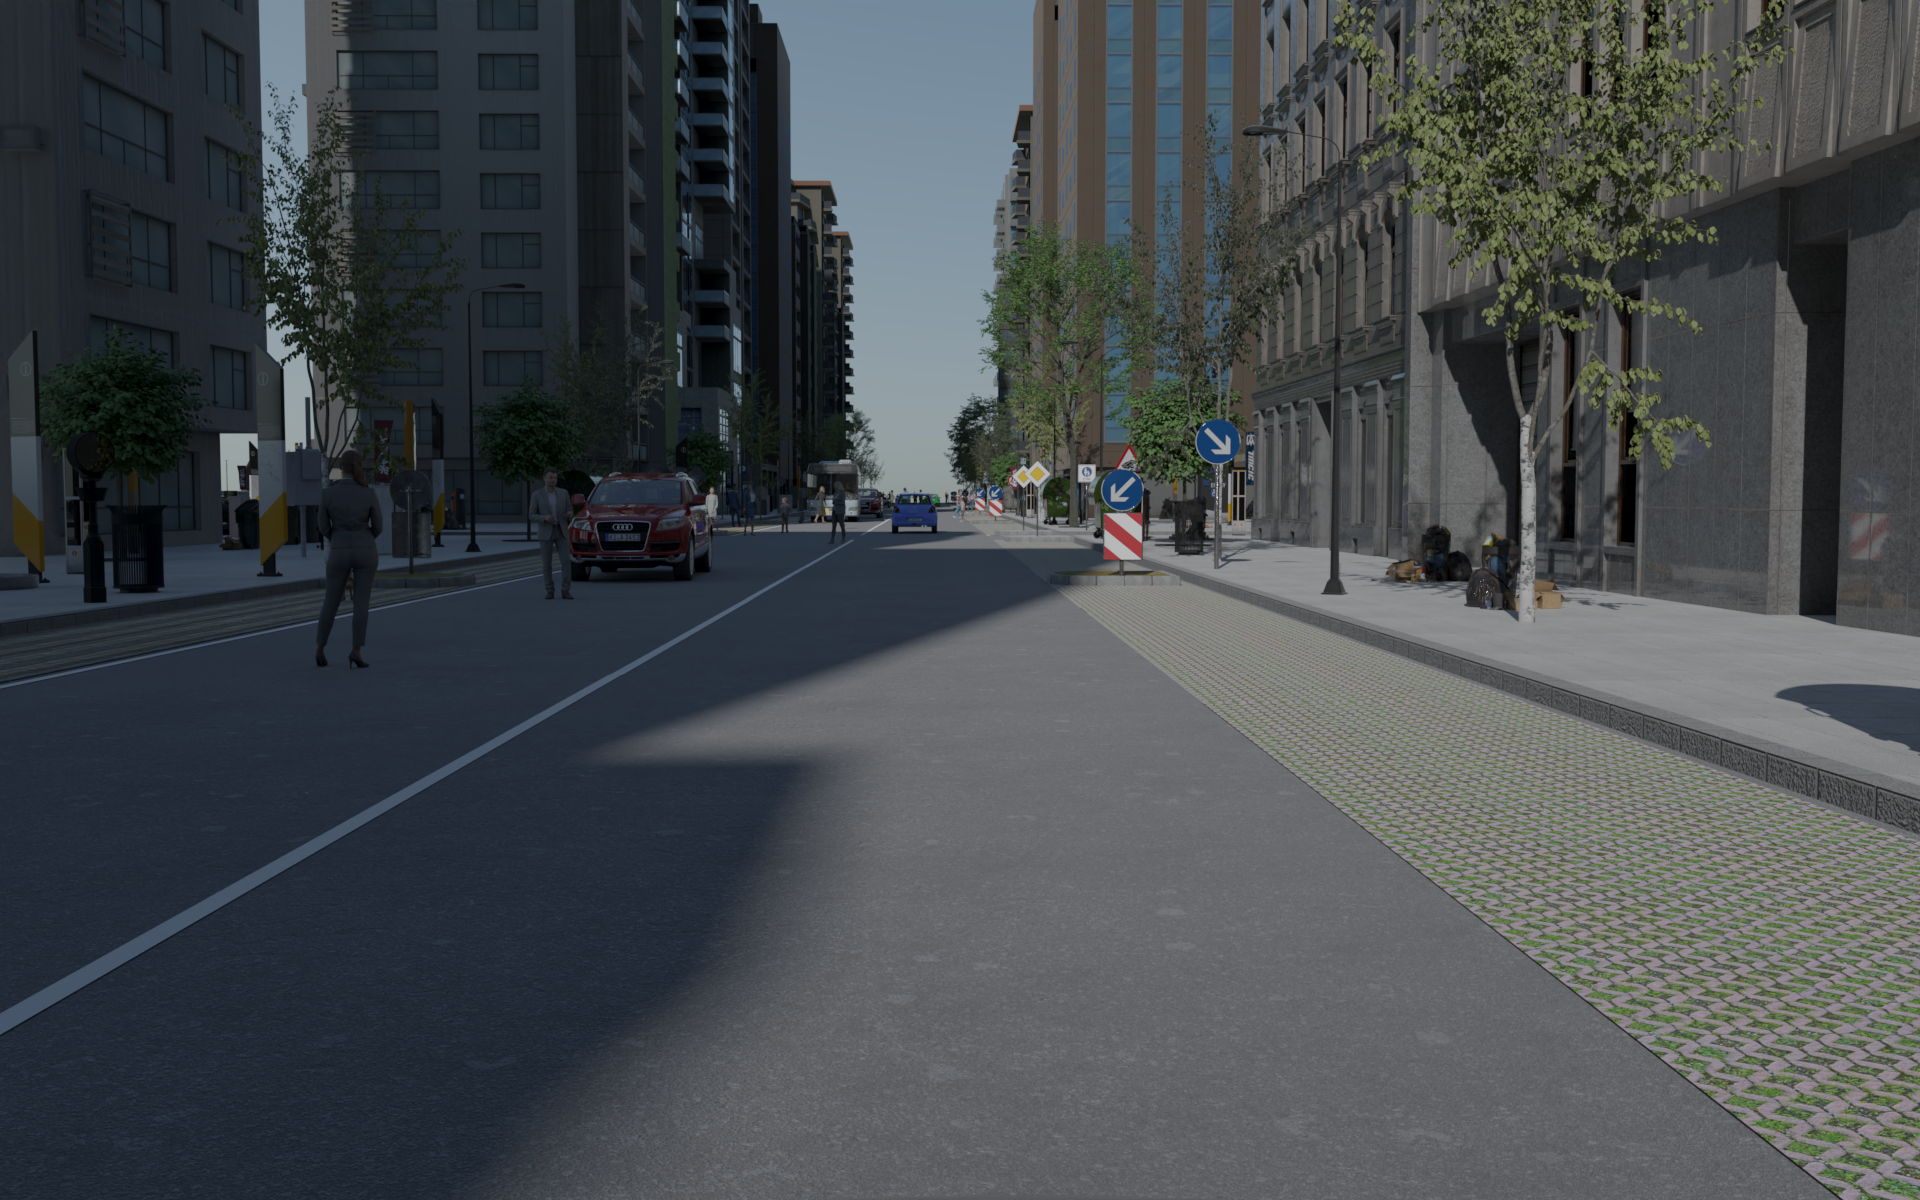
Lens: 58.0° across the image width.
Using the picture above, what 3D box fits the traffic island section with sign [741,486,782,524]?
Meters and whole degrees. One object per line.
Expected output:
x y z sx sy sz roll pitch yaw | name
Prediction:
-9.551 -4.562 83.219 1.989 1.847 2.006 0 4 -1 | traffic island section with sign

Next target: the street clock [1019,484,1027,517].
3.548 -5.713 97.976 0.358 2.002 0.471 3 5 42 | street clock

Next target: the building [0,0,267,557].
-25.171 -21.841 40.700 14.086 41.232 14.154 0 4 -1 | building

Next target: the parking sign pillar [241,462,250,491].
-53.684 -8.678 130.356 1.447 3.967 1.447 0 4 -2 | parking sign pillar

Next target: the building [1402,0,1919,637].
14.122 -12.393 20.650 12.078 24.808 19.932 0 4 -1 | building

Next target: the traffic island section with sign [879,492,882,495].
-12.398 -15.977 269.854 1.989 1.847 2.006 0 4 -1 | traffic island section with sign

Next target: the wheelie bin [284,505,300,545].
-17.048 -2.178 43.521 0.980 1.594 0.693 -2 4 -35 | wheelie bin

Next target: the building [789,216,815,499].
-22.815 -24.877 178.442 14.160 30.474 14.107 0 4 -1 | building

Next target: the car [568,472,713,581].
-5.517 -1.322 30.292 2.281 1.827 5.304 0 4 -3 | car

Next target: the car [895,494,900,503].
-9.296 -15.915 272.205 2.014 1.417 4.499 0 4 0 | car

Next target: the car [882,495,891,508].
-8.220 -10.401 182.643 1.945 1.354 3.894 0 4 -3 | car

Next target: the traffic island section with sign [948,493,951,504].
-0.021 -10.939 187.477 1.989 1.847 2.006 0 4 -1 | traffic island section with sign

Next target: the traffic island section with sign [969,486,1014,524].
1.571 -4.543 82.904 1.989 1.847 2.006 0 4 -1 | traffic island section with sign

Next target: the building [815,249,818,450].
-23.335 -25.738 192.517 14.160 30.474 14.107 0 4 -1 | building

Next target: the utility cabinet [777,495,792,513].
-12.055 -6.612 119.273 1.020 1.237 0.306 -2 4 -30 | utility cabinet

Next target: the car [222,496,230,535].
-23.653 -2.756 54.848 4.222 1.686 2.009 0 4 -3 | car

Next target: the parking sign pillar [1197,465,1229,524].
11.079 -5.344 75.842 1.447 3.967 1.447 -1 4 -15 | parking sign pillar

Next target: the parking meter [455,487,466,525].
-18.684 -3.447 64.775 0.372 1.533 0.369 0 3 0 | parking meter

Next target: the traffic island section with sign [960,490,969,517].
1.146 -6.220 110.330 1.989 1.847 2.006 0 4 -1 | traffic island section with sign

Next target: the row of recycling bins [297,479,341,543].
-16.936 -2.423 46.727 1.069 1.692 3.534 1 4 13 | row of recycling bins

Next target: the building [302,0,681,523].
-21.194 -24.291 80.751 14.154 41.232 14.086 0 4 -1 | building

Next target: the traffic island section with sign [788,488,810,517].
-9.973 -6.211 110.171 1.989 1.847 2.006 0 4 -1 | traffic island section with sign

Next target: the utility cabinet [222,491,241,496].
-47.668 -6.365 112.742 0.318 1.500 1.173 3 5 44 | utility cabinet

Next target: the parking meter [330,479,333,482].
-25.059 -3.861 68.838 0.255 1.863 0.399 -2 4 -29 | parking meter

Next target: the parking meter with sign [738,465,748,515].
-12.999 -6.597 104.127 0.543 3.016 1.738 -1 4 -13 | parking meter with sign

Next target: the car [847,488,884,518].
-5.676 -5.826 103.932 2.281 1.827 5.304 0 4 0 | car

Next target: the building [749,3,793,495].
-23.342 -31.368 162.979 14.600 45.320 14.200 0 4 -1 | building

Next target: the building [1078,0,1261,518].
12.872 -27.318 96.766 14.600 45.320 14.200 0 4 -1 | building

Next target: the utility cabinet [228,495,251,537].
-21.420 -2.470 51.540 0.306 1.237 1.020 -3 5 -42 | utility cabinet

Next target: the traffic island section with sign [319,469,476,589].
-8.693 -1.126 27.044 1.989 1.847 2.006 0 4 -1 | traffic island section with sign

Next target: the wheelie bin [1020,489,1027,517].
3.709 -5.412 96.400 0.693 1.594 0.980 0 4 4 | wheelie bin

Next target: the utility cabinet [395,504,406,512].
-22.652 -3.587 69.808 1.020 1.237 0.306 0 4 3 | utility cabinet

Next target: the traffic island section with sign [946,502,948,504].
-0.856 -14.304 242.494 1.989 1.847 2.006 0 4 -1 | traffic island section with sign

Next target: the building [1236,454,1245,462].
26.689 -25.553 72.409 28.867 44.769 22.147 0 4 -1 | building

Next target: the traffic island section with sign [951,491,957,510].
0.391 -9.266 160.127 1.989 1.847 2.006 0 4 -1 | traffic island section with sign

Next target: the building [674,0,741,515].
-26.006 -49.226 117.523 22.319 86.520 31.000 0 4 -1 | building

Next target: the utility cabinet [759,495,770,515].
-12.247 -5.946 108.372 0.306 1.237 1.020 -2 4 -32 | utility cabinet

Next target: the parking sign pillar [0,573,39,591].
-13.280 -2.131 23.315 1.447 3.967 1.447 -2 4 -26 | parking sign pillar

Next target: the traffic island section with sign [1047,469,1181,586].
2.418 -1.172 27.794 1.989 1.847 2.006 0 4 -1 | traffic island section with sign

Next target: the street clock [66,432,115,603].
-10.226 -0.969 20.421 0.358 2.002 0.471 3 4 38 | street clock

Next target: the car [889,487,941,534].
-1.678 -3.339 64.184 1.945 1.707 3.694 0 4 -1 | car

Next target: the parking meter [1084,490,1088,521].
6.020 -4.608 83.756 0.372 1.533 0.369 0 3 0 | parking meter

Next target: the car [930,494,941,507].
-3.038 -10.877 186.632 1.959 1.807 4.718 0 4 -1 | car

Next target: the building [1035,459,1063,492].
16.175 -41.782 121.387 20.563 71.187 20.611 0 4 -1 | building

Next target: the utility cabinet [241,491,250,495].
-47.660 -6.512 115.153 0.318 1.500 1.173 1 4 20 | utility cabinet

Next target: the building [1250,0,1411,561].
13.098 -11.661 39.816 9.793 20.994 18.267 0 4 -1 | building
